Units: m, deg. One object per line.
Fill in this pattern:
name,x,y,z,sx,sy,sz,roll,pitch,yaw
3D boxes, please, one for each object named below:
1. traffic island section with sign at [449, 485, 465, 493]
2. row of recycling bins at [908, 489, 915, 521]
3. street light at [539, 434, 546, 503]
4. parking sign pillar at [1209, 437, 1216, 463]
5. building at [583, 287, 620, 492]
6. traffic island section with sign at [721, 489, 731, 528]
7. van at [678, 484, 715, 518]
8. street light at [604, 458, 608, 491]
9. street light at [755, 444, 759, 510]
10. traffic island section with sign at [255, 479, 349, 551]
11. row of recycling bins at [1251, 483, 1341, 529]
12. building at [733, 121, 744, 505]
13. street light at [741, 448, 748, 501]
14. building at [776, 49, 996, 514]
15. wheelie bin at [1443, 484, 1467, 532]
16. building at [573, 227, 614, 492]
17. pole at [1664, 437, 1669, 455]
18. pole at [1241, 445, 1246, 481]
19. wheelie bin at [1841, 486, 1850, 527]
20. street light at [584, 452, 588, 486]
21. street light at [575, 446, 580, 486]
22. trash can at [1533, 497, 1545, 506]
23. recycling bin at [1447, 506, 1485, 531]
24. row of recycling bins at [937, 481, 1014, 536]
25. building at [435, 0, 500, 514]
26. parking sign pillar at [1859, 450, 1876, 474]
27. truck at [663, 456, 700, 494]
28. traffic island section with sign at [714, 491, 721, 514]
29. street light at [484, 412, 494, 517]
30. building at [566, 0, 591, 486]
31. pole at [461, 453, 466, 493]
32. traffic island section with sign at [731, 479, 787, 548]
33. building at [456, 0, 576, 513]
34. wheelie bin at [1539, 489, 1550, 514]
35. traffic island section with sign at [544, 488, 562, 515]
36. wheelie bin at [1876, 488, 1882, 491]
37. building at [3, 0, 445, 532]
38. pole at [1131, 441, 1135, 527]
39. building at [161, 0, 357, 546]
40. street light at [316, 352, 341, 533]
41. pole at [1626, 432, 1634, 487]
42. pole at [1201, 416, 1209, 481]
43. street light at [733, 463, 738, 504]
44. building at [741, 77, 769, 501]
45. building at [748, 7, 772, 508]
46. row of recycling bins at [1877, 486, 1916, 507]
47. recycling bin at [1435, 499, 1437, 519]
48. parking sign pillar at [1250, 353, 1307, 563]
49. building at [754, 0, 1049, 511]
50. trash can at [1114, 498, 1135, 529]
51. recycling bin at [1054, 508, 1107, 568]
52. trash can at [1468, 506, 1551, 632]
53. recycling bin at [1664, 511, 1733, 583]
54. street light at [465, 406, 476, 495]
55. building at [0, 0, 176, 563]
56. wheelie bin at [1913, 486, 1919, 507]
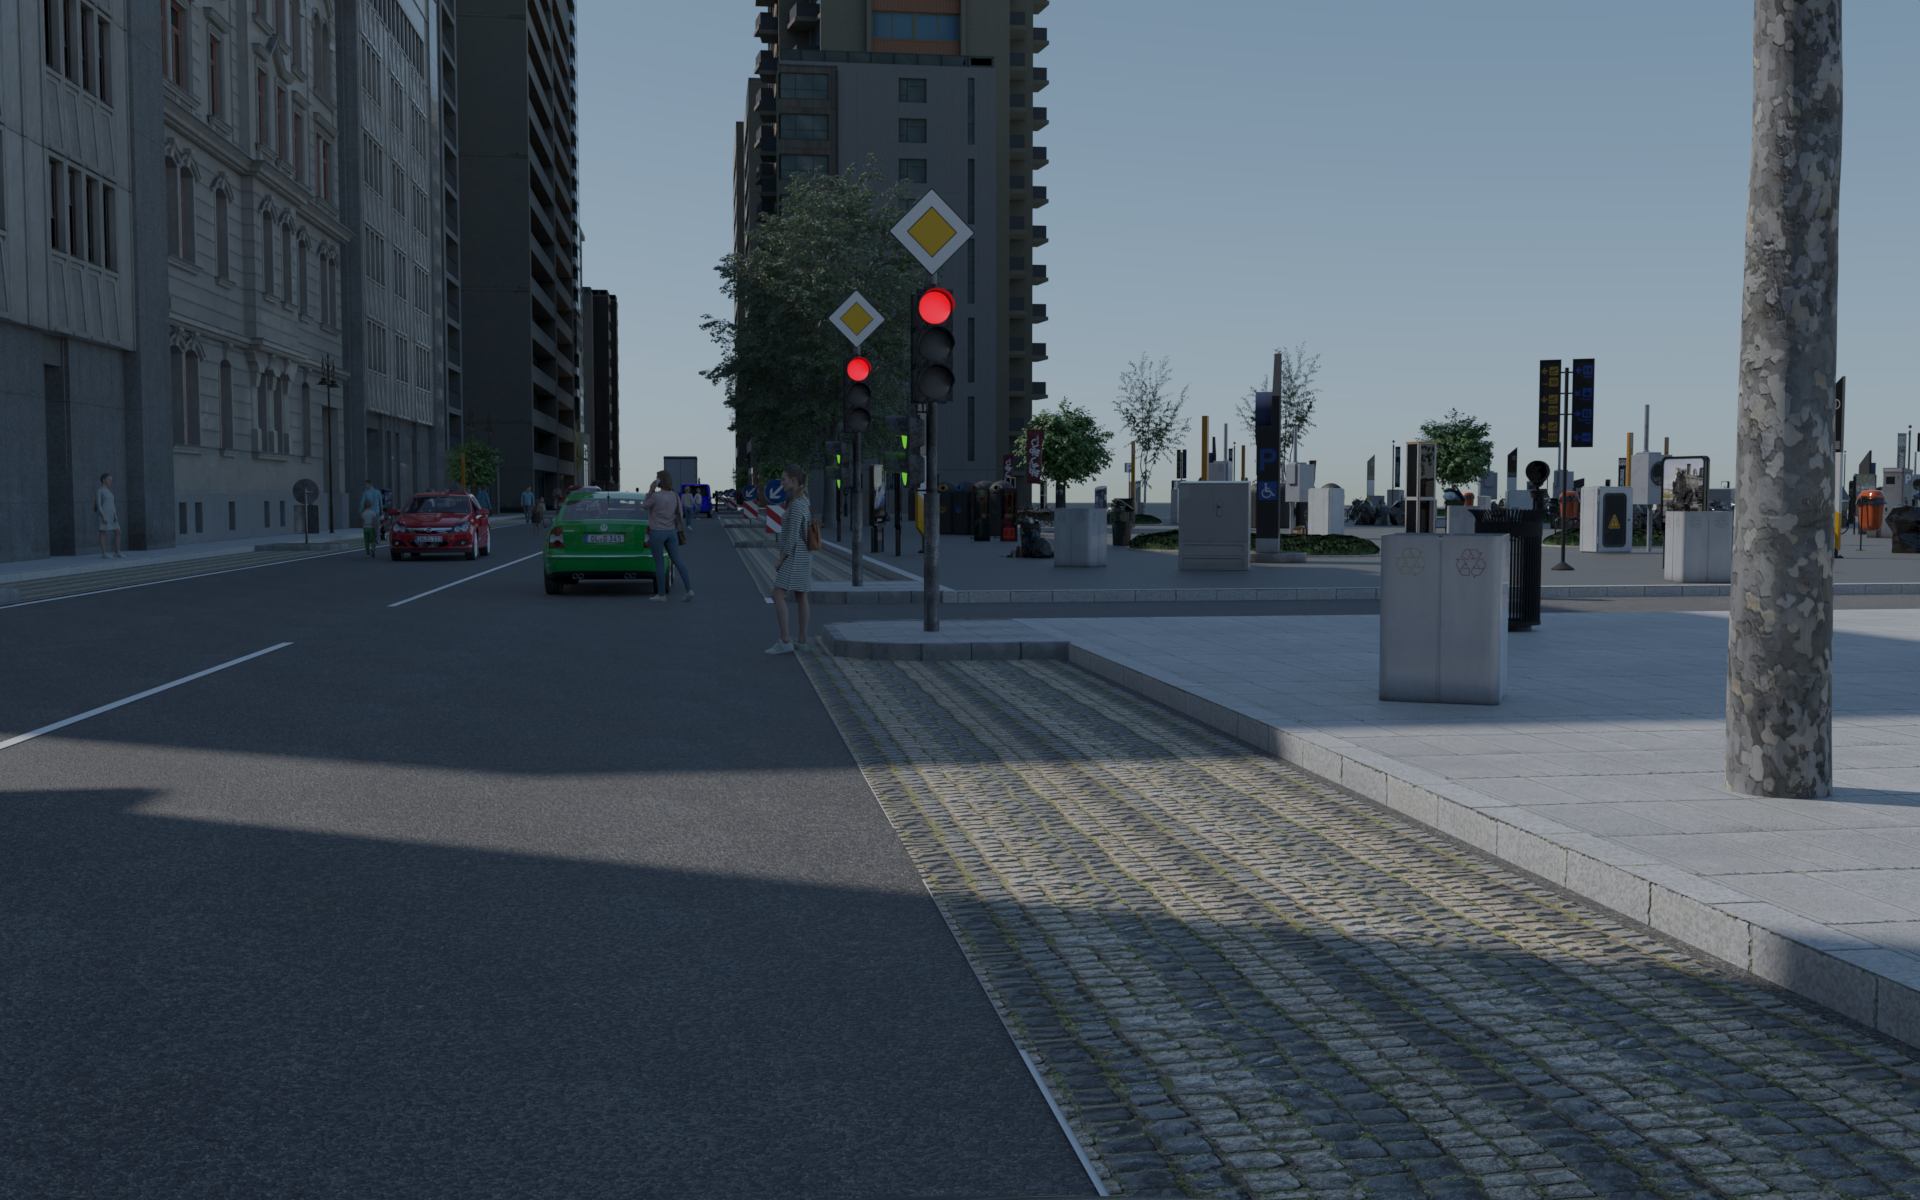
traffic island section with sign,-20.801,-3.856,71.670,1.989,1.847,2.006,-1,4,-8
row of recycling bins,-0.734,-4.674,83.533,3.534,1.692,1.069,-1,4,-13
street light,-31.865,-9.759,132.339,0.468,5.910,1.993,-1,4,-8
parking sign pillar,11.695,-5.638,80.652,1.447,3.967,1.447,0,4,6
building,-54.797,-28.665,240.372,14.160,30.474,14.107,-1,4,-8
traffic island section with sign,-9.002,-3.961,73.391,1.989,1.847,2.006,-1,4,-8
van,-16.036,-6.167,105.215,2.240,2.365,5.245,0,4,-7
street light,-44.038,-14.849,215.564,0.468,5.910,1.993,-1,4,-8
street light,-16.163,-10.117,138.194,0.468,5.910,1.993,-1,4,-8
traffic island section with sign,-16.753,-2.177,44.224,1.989,1.847,2.006,-1,4,-8
row of recycling bins,12.537,-3.529,64.813,3.534,1.692,1.069,0,4,4
building,-17.316,-36.263,216.600,21.300,48.544,21.600,-1,4,-8
street light,-21.423,-12.255,173.152,0.468,5.910,1.993,-1,4,-8
building,-5.405,-21.131,117.199,14.160,30.474,14.107,-1,4,-8
wheelie bin,14.842,-2.696,51.992,0.693,1.594,0.980,1,4,16
building,-60.675,-32.261,219.354,32.217,40.220,23.993,-1,4,-8
pole,25.280,-4.171,62.039,0.158,3.312,0.155,0,3,0
pole,11.782,-4.785,72.075,0.158,3.312,0.155,0,3,0
wheelie bin,33.874,-3.610,66.928,0.980,1.594,0.693,-2,4,-29
street light,-38.915,-12.688,180.239,0.468,5.910,1.993,-1,4,-8
street light,-36.911,-11.891,167.209,0.468,5.910,1.993,-1,4,-8
trash can,26.052,-4.075,78.276,0.748,1.137,0.748,0,3,0
recycling bin,10.868,-1.507,37.197,0.722,1.027,0.722,1,4,23
row of recycling bins,0.466,-2.879,54.192,1.069,1.692,3.534,-3,4,-39
building,-39.094,-40.687,103.480,20.563,71.187,20.611,-1,4,-8
parking sign pillar,56.050,-7.253,107.057,1.447,3.967,1.447,0,4,1
truck,-21.413,-8.824,133.180,2.839,4.237,11.283,-1,4,-8
traffic island section with sign,-16.223,-6.961,122.433,1.989,1.847,2.006,-1,4,-8
street light,-26.596,-7.653,97.915,0.468,5.910,1.993,-1,4,-8
building,-52.378,-53.737,191.272,22.319,86.520,31.000,-1,4,-8
pole,-24.358,-5.573,84.969,0.158,3.312,0.155,0,3,0
traffic island section with sign,-5.063,-2.324,46.633,1.989,1.847,2.006,-1,4,-8
building,-44.568,-32.001,146.925,21.300,48.544,21.600,-1,4,-8
wheelie bin,32.950,-5.527,98.271,0.980,1.594,0.693,-1,4,-11
traffic island section with sign,-28.044,-6.862,120.828,1.989,1.847,2.006,-1,4,-8
wheelie bin,46.159,-4.862,87.396,0.693,1.594,0.980,-3,4,-39
building,-29.614,-15.599,73.072,12.078,24.808,19.932,-1,4,-8
pole,6.666,-4.456,66.693,0.158,3.312,0.155,0,3,0
building,-27.066,-16.133,51.164,14.401,28.519,23.554,-1,4,-8
street light,-20.616,-5.130,56.656,0.468,5.910,1.993,-1,4,-8
pole,22.167,-3.885,57.370,0.158,3.312,0.155,0,3,0
pole,6.379,-3.135,45.100,0.158,3.312,0.155,0,3,0
street light,-28.577,-15.243,222.016,0.468,5.910,1.993,-1,4,-8
building,-13.244,-34.955,195.222,21.300,48.544,21.600,-1,4,-8
building,-9.683,-44.367,163.647,20.563,71.187,20.611,-1,4,-8
row of recycling bins,50.395,-5.233,92.677,1.069,1.692,3.534,-1,4,-20
recycling bin,21.999,-4.213,81.429,0.722,1.027,0.722,0,4,4
parking sign pillar,5.827,-2.703,32.663,1.447,3.967,1.447,1,4,12
building,-5.163,-29.636,139.179,22.147,44.769,28.867,-1,4,-8
trash can,5.815,-3.043,61.405,0.748,1.137,0.748,0,3,0
recycling bin,2.133,-1.109,30.682,0.722,1.027,0.722,2,4,31
trash can,5.156,-0.285,16.305,0.748,1.137,0.748,0,3,0
recycling bin,10.771,-0.778,25.278,0.722,1.027,0.722,0,4,2
street light,-25.615,-7.217,90.781,0.468,5.910,1.993,-1,4,-8
building,-23.214,-12.959,29.907,12.078,24.808,19.932,-1,4,-8
wheelie bin,36.506,-3.515,65.385,0.980,1.594,0.693,1,4,22
